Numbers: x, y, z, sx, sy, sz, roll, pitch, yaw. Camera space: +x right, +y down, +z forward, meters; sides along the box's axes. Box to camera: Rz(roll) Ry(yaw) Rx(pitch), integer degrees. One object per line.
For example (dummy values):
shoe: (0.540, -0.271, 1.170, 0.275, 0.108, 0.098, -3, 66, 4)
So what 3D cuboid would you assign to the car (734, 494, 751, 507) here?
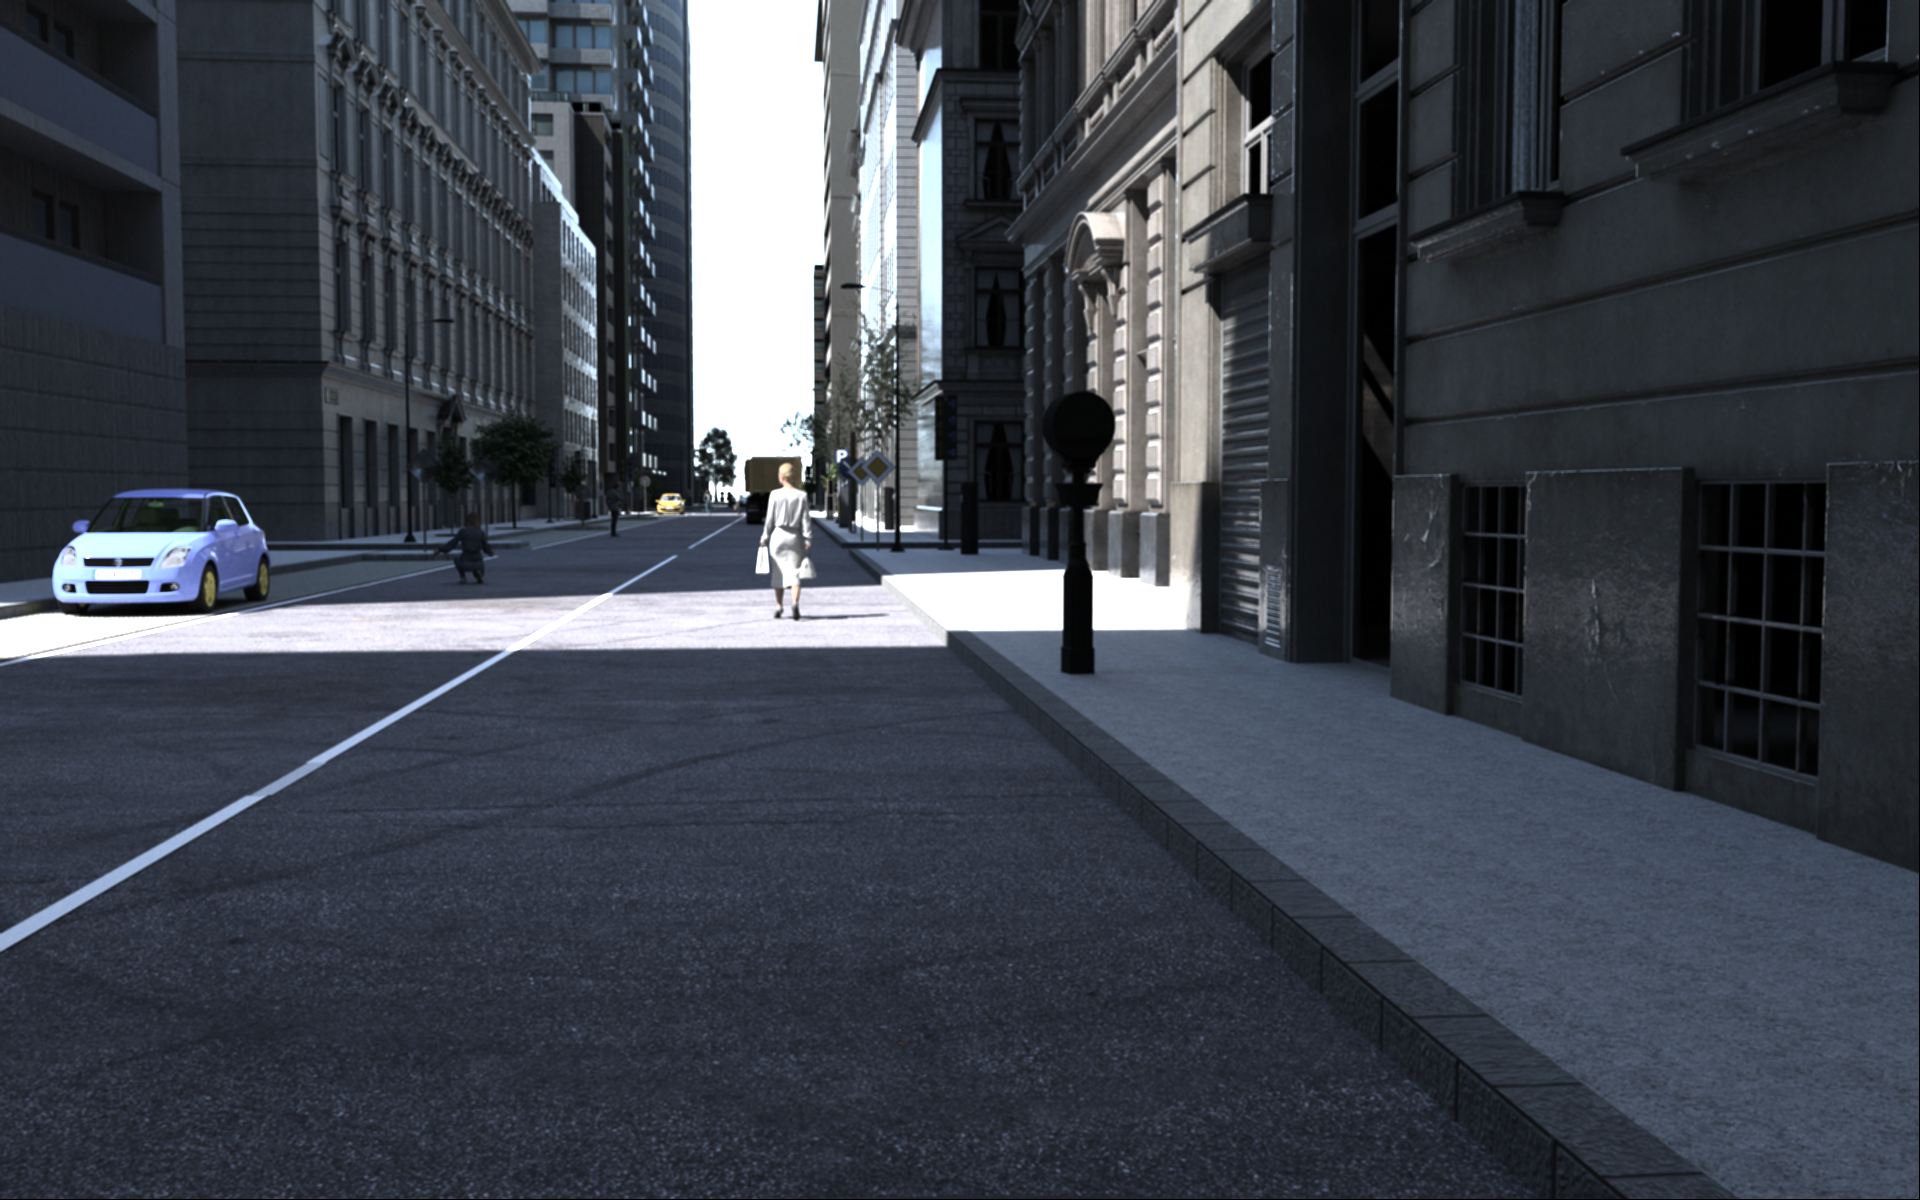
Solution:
car: (-21.645, -9.930, 174.156, 2.131, 1.459, 4.920, 0, 4, -6)

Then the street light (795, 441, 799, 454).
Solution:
street light: (-13.493, -10.968, 151.869, 1.470, 5.913, 1.316, 0, 4, -6)

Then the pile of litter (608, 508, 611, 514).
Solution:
pile of litter: (-23.758, -6.232, 115.859, 1.176, 0.858, 1.719, 0, 4, -7)

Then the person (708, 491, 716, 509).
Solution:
person: (-23.259, -9.285, 161.018, 1.217, 1.736, 0.721, -1, 4, -11)

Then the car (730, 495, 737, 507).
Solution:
car: (-25.110, -11.171, 195.225, 1.945, 1.354, 3.894, 0, 4, -7)

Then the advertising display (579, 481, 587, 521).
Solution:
advertising display: (-17.999, -4.740, 82.709, 0.123, 1.923, 0.974, 0, 4, 5)

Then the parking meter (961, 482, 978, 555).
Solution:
parking meter: (0.203, -1.741, 36.883, 0.372, 1.533, 0.369, 0, 3, 0)

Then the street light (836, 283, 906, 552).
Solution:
street light: (-1.926, -4.023, 38.323, 1.470, 5.913, 1.316, 0, 4, -6)

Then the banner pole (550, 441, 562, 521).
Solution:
banner pole: (-19.209, -5.633, 82.121, 0.863, 3.779, 0.401, 3, 5, 42)

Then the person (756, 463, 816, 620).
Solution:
person: (-1.999, -0.667, 19.758, 0.694, 1.780, 0.624, 0, 4, 1)

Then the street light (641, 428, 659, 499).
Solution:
street light: (-21.880, -9.139, 121.958, 1.470, 5.913, 1.316, 0, 4, -6)

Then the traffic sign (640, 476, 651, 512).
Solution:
traffic sign: (-21.901, -7.365, 120.520, 0.768, 2.556, 0.104, 0, 4, 1)

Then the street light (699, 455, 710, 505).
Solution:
street light: (-30.223, -14.198, 204.685, 1.470, 5.913, 1.316, 0, 4, -6)

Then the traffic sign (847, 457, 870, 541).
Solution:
traffic sign: (-2.671, -2.659, 47.118, 0.795, 2.450, 0.064, 0, 4, -6)

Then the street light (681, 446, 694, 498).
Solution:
street light: (-26.391, -11.918, 167.407, 1.470, 5.913, 1.316, 0, 4, -6)

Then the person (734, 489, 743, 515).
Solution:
person: (-15.016, -6.641, 117.570, 0.515, 1.767, 0.782, -1, 4, -18)

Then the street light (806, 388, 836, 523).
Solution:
street light: (-5.878, -6.331, 76.058, 1.470, 5.913, 1.316, 0, 4, -6)

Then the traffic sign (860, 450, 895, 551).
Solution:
traffic sign: (-1.861, -2.173, 39.174, 0.795, 2.450, 0.064, 0, 4, -6)

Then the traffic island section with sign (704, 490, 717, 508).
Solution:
traffic island section with sign: (-25.523, -10.026, 172.552, 1.989, 1.847, 2.006, 0, 4, -6)

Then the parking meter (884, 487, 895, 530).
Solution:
parking meter: (-2.492, -3.231, 61.245, 0.372, 1.533, 0.369, 0, 3, 0)

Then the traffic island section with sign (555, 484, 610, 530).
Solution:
traffic island section with sign: (-14.949, -3.676, 68.737, 1.989, 1.847, 2.006, 0, 4, -6)

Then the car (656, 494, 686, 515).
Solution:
car: (-19.890, -6.668, 119.244, 2.015, 1.641, 3.980, 0, 4, -7)

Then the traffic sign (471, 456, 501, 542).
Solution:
traffic sign: (-12.616, -2.599, 46.129, 0.795, 2.450, 0.064, 0, 4, -6)

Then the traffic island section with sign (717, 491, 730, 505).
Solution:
traffic island section with sign: (-31.071, -13.353, 226.944, 1.989, 1.847, 2.006, 0, 4, -6)

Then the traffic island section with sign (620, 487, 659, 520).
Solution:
traffic island section with sign: (-17.679, -5.317, 95.554, 1.989, 1.847, 2.006, 0, 4, -6)

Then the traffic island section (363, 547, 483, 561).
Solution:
traffic island section: (-11.829, -0.976, 38.245, 2.009, 0.180, 2.903, 0, 4, -6)

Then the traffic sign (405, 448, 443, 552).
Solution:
traffic sign: (-11.806, -2.113, 38.185, 0.795, 2.450, 0.064, 0, 4, -6)

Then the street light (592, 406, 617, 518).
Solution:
street light: (-18.700, -7.246, 91.021, 1.470, 5.913, 1.316, 0, 4, -6)

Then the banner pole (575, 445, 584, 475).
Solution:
banner pole: (-19.292, -5.994, 88.021, 0.863, 3.779, 0.401, 3, 4, 36)

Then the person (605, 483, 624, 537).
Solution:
person: (-11.653, -3.044, 58.450, 0.473, 1.802, 0.592, -3, 5, -39)

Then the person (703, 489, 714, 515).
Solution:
person: (-17.221, -6.700, 118.387, 0.623, 1.781, 0.721, -2, 4, -32)

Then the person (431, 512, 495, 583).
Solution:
person: (-7.980, -0.849, 27.879, 1.012, 1.151, 0.738, -1, 4, -21)

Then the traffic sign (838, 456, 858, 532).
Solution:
traffic sign: (-3.712, -3.560, 58.311, 0.768, 2.556, 0.104, 0, 4, -1)

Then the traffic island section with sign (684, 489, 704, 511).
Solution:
traffic island section with sign: (-22.798, -8.386, 145.735, 1.989, 1.847, 2.006, 0, 4, -6)

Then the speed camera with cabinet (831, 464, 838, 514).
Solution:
speed camera with cabinet: (-8.318, -7.270, 113.201, 0.660, 3.252, 2.038, 0, 4, 6)

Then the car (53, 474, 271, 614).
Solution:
car: (-9.950, -0.743, 21.735, 1.945, 1.707, 3.694, 0, 4, -7)

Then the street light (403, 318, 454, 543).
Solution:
street light: (-14.045, -4.481, 45.802, 1.470, 5.913, 1.316, 0, 4, -6)

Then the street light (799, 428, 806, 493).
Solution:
street light: (-10.307, -9.098, 121.299, 1.470, 5.913, 1.316, 0, 4, -6)

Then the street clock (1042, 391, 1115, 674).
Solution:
street clock: (0.845, -0.477, 12.371, 0.471, 2.002, 0.358, -1, 4, -17)

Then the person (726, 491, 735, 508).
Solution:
person: (-23.905, -10.476, 180.336, 0.990, 1.755, 0.434, 1, 4, 13)

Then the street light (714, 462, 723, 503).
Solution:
street light: (-34.892, -16.964, 249.902, 1.470, 5.913, 1.316, 0, 4, -6)
